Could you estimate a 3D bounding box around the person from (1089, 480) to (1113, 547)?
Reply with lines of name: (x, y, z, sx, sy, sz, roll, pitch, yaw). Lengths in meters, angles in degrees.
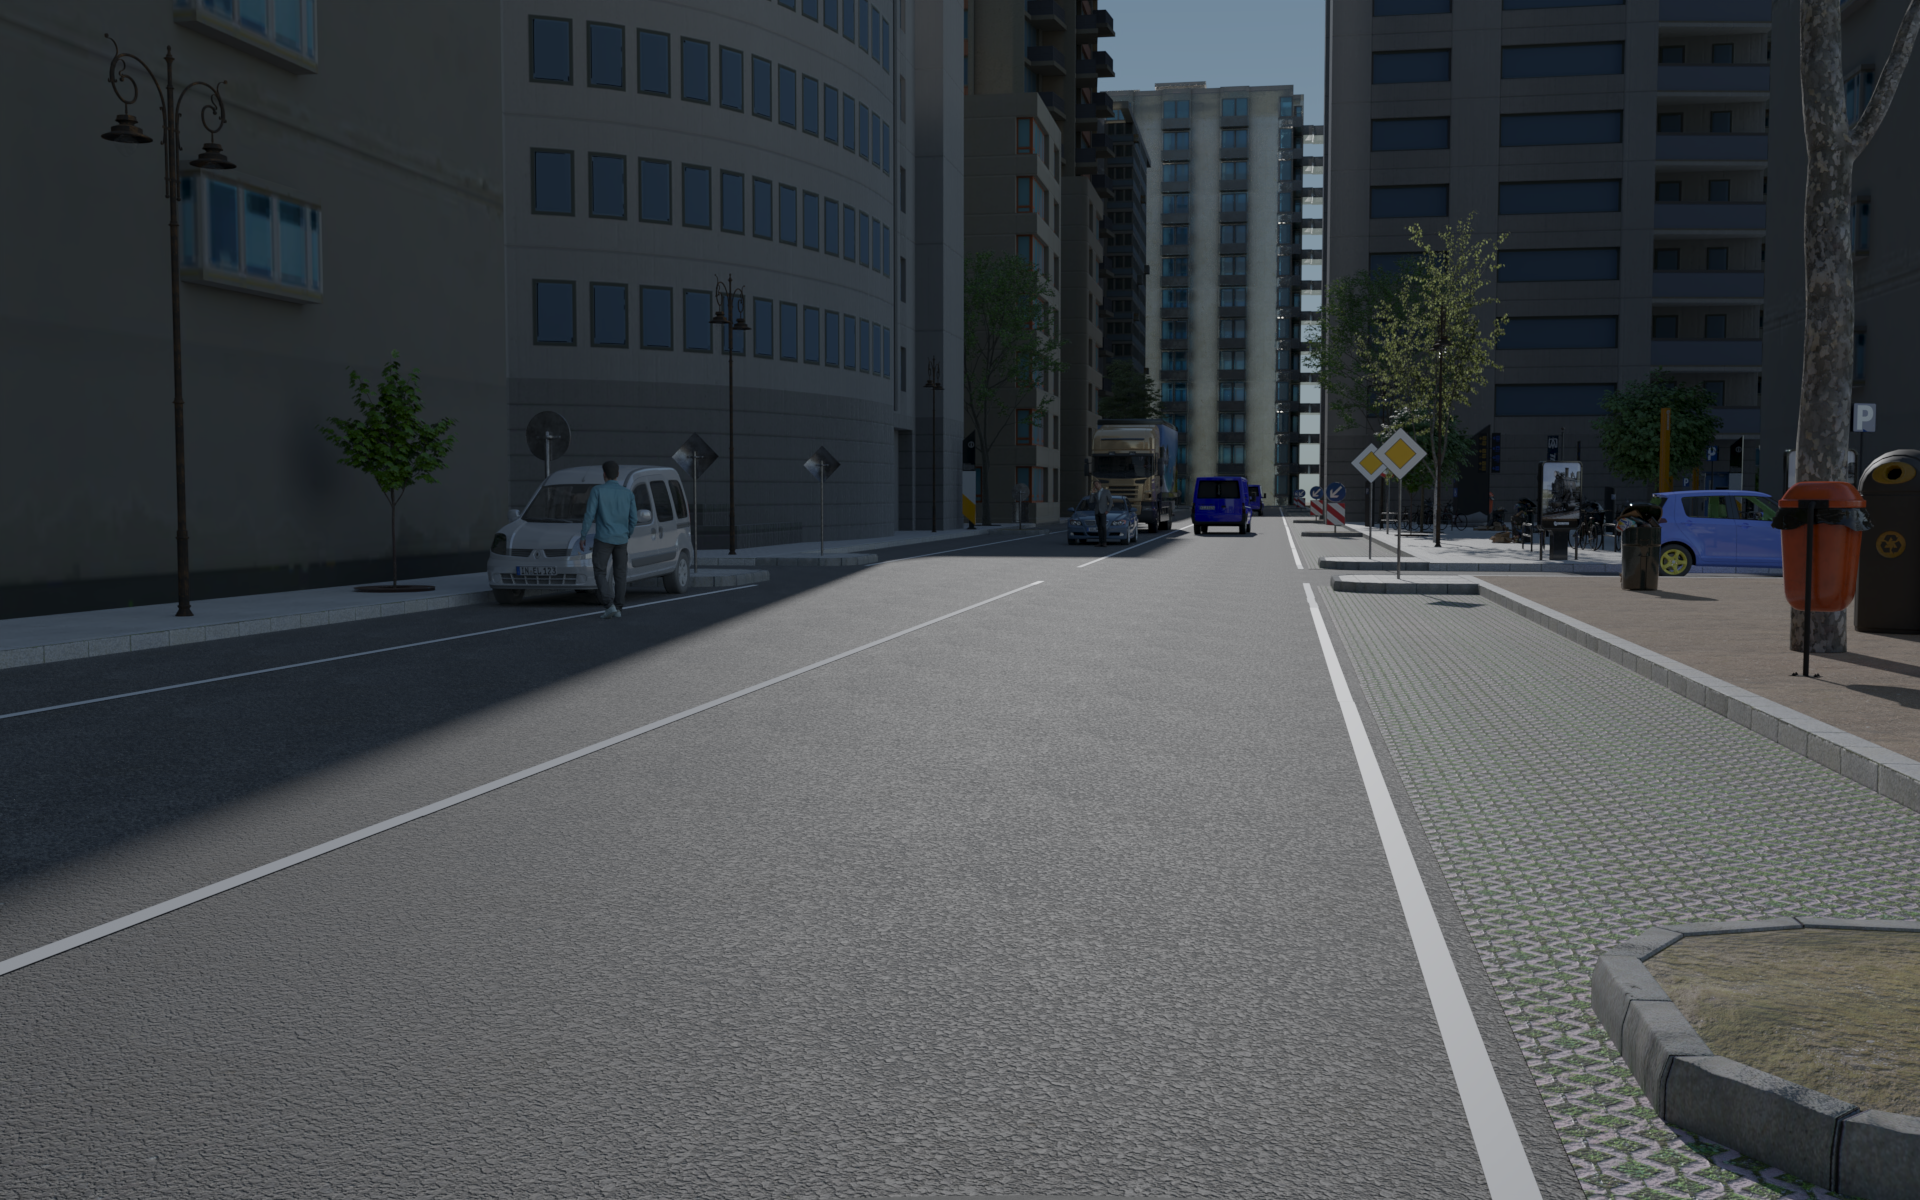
person: (3.816, -2.339, 46.923, 0.473, 1.802, 0.592, -3, 5, -40)

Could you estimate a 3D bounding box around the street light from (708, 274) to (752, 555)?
street light: (-4.818, -3.895, 36.474, 0.468, 5.910, 1.993, 1, 4, 10)

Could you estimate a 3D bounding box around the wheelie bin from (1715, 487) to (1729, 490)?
wheelie bin: (32.151, -3.977, 72.925, 0.980, 1.594, 0.693, 0, 4, -2)

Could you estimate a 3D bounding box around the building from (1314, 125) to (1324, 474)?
building: (55.876, -35.447, 199.174, 30.456, 49.044, 23.786, 1, 4, 10)

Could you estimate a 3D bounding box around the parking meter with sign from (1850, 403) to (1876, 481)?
parking meter with sign: (17.086, -2.317, 34.140, 0.543, 3.016, 1.738, -1, 4, -19)

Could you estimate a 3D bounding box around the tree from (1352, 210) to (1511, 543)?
tree: (12.552, -5.829, 45.671, 4.360, 8.622, 3.978, 0, 3, 0)

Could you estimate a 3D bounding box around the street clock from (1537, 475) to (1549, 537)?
street clock: (17.523, -2.890, 51.823, 0.471, 2.002, 0.358, 0, 3, 0)

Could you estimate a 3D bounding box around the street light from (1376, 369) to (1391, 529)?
street light: (15.642, -5.581, 64.040, 0.468, 5.910, 1.993, 1, 4, 10)

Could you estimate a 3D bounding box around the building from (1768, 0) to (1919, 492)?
building: (75.479, -32.959, 162.584, 21.600, 48.544, 21.300, 1, 4, 10)

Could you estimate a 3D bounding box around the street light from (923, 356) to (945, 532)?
street light: (-0.869, -5.205, 57.893, 0.468, 5.910, 1.993, 1, 4, 10)

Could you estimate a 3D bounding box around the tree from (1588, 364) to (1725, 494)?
tree: (17.636, -3.688, 44.006, 4.285, 4.588, 4.351, 0, 3, 0)

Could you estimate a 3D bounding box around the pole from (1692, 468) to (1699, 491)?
pole: (22.286, -3.586, 52.472, 0.158, 3.312, 0.155, 0, 3, 0)

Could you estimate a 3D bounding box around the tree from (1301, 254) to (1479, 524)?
tree: (18.393, -9.092, 74.403, 9.928, 11.665, 9.643, 0, 3, 0)

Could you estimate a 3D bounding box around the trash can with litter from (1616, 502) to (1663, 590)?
trash can with litter: (9.085, -0.731, 23.347, 0.624, 1.170, 1.055, 1, 4, 12)

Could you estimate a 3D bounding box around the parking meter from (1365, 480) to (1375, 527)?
parking meter: (16.079, -3.806, 67.944, 0.255, 1.863, 0.399, -1, 4, -14)

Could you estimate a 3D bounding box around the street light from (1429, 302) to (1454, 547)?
street light: (11.613, -4.227, 41.906, 0.468, 5.910, 1.993, 1, 4, 10)

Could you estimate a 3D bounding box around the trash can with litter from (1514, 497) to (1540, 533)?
trash can with litter: (18.799, -2.791, 57.023, 1.055, 1.170, 0.624, -2, 4, -28)

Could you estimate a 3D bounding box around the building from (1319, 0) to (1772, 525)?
building: (29.688, -33.509, 89.867, 21.231, 58.520, 28.212, 1, 4, 10)

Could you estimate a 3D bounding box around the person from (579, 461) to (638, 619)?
person: (-4.047, -0.707, 20.073, 0.660, 1.820, 0.620, -3, 4, -36)

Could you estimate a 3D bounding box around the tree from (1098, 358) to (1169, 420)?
tree: (13.899, -13.892, 145.257, 7.486, 12.596, 7.792, 0, 3, 0)

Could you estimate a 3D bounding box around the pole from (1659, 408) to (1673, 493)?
pole: (16.726, -2.893, 41.136, 0.158, 3.312, 0.155, 0, 3, 0)

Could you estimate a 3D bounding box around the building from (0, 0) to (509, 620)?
building: (-19.872, -24.195, 19.284, 21.600, 48.544, 21.300, 1, 4, 10)

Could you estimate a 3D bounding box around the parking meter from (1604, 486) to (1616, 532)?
parking meter: (21.778, -3.035, 58.040, 0.372, 1.533, 0.369, 0, 3, 0)

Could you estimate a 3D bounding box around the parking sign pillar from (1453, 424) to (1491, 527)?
parking sign pillar: (19.804, -4.806, 67.050, 1.447, 3.967, 1.447, 0, 4, -8)

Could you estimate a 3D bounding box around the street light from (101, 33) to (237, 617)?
street light: (-8.148, -2.766, 18.018, 0.468, 5.910, 1.993, 1, 4, 10)

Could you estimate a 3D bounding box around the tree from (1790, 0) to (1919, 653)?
tree: (6.036, -9.575, 12.439, 12.611, 20.169, 13.585, 0, 3, 0)

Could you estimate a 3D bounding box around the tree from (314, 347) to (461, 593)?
tree: (-7.366, -1.729, 22.875, 1.663, 3.219, 1.824, 0, 3, 0)

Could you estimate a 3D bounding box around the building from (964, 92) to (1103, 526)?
building: (-7.701, -15.072, 91.462, 27.650, 21.520, 28.899, 1, 4, 10)

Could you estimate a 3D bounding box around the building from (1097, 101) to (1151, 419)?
building: (6.204, -29.250, 170.118, 23.993, 40.220, 32.217, 1, 4, 10)

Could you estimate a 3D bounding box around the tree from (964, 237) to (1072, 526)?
tree: (0.966, -8.802, 69.665, 9.928, 11.665, 9.643, 0, 3, 0)

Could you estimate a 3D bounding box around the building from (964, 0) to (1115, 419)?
building: (-0.467, -28.849, 126.302, 22.147, 44.769, 28.867, 1, 4, 10)

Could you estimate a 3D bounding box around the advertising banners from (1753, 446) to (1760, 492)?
advertising banners: (29.343, -4.058, 62.541, 2.074, 3.025, 0.090, -3, 4, -37)

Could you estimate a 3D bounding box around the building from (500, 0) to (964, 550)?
building: (-12.689, -31.133, 51.016, 21.231, 58.520, 28.212, 1, 4, 10)

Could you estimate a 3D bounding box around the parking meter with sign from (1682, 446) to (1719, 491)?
parking meter with sign: (26.435, -4.049, 62.469, 1.738, 3.016, 0.543, -1, 4, -17)

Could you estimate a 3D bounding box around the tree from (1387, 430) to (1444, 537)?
tree: (13.862, -3.548, 52.618, 1.663, 3.219, 1.824, 0, 3, 0)

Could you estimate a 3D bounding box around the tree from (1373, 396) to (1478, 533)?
tree: (15.356, -4.502, 57.323, 4.285, 4.588, 4.351, 0, 3, 0)

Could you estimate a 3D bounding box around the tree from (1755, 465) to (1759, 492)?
tree: (44.740, -6.236, 96.563, 1.663, 3.219, 1.824, 0, 3, 0)

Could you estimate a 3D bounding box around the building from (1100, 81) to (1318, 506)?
building: (25.841, -35.756, 204.223, 30.456, 49.044, 23.786, 1, 4, 10)
